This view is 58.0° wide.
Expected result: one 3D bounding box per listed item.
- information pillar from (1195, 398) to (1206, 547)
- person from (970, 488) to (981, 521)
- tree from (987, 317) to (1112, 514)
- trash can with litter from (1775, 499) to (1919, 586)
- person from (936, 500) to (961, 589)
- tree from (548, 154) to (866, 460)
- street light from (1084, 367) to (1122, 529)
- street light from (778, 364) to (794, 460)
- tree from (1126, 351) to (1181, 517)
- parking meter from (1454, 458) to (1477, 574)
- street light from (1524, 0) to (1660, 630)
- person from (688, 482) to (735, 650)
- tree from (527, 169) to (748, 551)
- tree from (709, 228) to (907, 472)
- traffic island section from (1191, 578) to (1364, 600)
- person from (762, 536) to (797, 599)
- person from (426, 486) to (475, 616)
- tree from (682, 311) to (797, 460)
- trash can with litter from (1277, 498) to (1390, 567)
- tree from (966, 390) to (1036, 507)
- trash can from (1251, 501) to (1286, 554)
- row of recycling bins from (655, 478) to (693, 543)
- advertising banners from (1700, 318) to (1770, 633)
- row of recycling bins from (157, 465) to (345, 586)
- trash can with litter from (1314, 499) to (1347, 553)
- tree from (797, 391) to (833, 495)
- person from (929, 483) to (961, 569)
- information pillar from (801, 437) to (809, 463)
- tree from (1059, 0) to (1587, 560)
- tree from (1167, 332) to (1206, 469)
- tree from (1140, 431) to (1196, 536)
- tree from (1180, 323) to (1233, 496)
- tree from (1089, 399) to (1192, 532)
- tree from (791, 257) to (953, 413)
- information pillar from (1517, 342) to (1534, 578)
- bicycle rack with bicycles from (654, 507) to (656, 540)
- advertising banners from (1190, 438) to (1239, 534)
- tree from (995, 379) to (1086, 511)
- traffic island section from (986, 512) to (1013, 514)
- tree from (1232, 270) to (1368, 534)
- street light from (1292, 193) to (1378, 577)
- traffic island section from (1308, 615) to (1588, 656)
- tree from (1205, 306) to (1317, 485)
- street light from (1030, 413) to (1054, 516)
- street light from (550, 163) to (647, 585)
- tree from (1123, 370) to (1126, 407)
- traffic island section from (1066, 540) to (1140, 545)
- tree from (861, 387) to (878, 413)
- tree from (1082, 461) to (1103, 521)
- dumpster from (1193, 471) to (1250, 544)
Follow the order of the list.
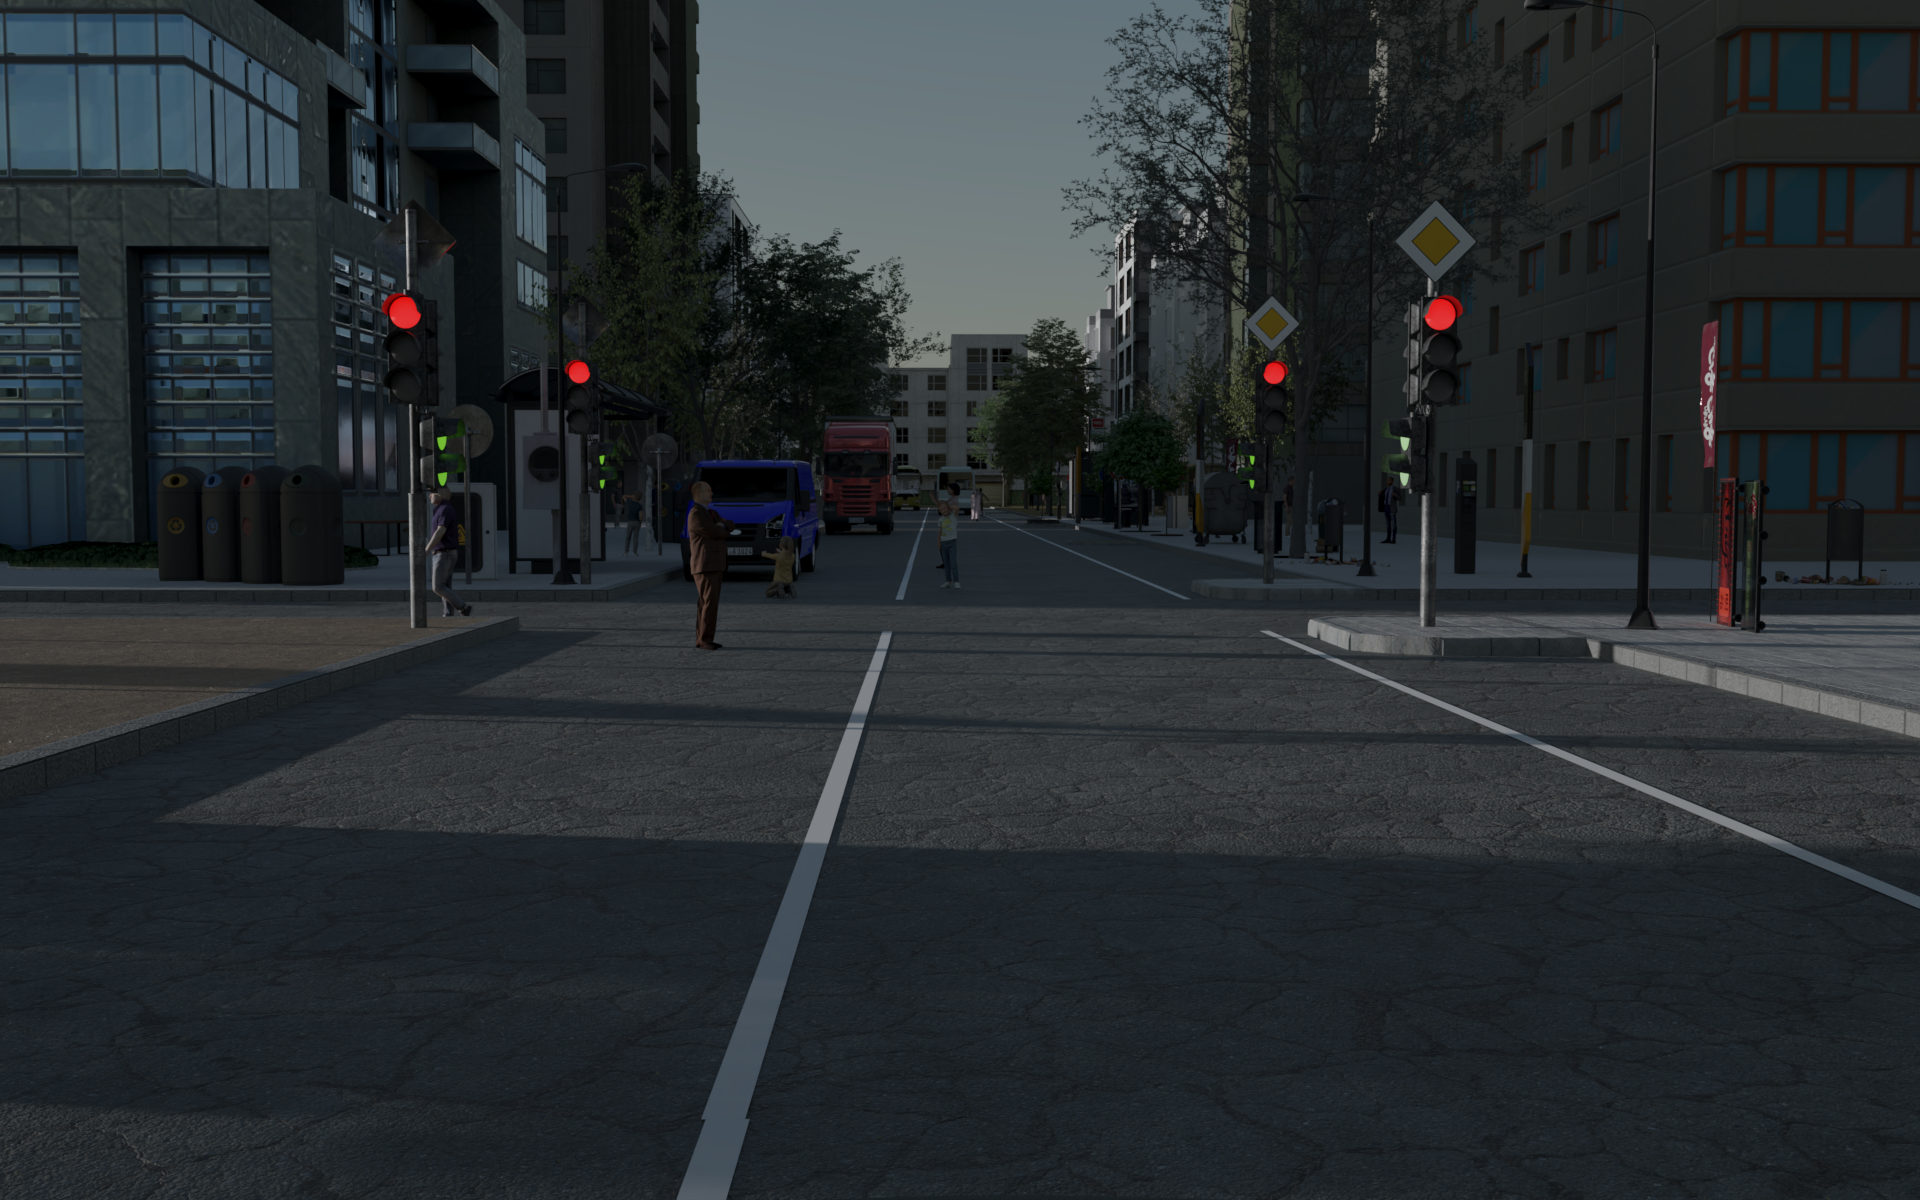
[{"bbox_3d":[5.862,-3.112,42.234,0.183,3.616,0.504,1,4,21],"label":"information pillar"},{"bbox_3d":[0.842,-5.010,91.079,0.551,1.740,0.621,-1,4,-17],"label":"person"},{"bbox_3d":[6.128,-11.813,111.274,7.486,12.596,7.792,0,3,0],"label":"tree"},{"bbox_3d":[12.516,-0.857,25.068,1.678,1.210,2.233,-2,4,-28],"label":"trash can with litter"},{"bbox_3d":[-0.163,-0.854,26.370,0.435,1.345,0.340,1,4,20],"label":"person"},{"bbox_3d":[-6.774,-6.900,47.232,8.767,10.594,7.601,-1,4,-18],"label":"tree"},{"bbox_3d":[5.239,-5.554,63.345,1.470,5.913,1.316,0,4,-1],"label":"street light"},{"bbox_3d":[-5.792,-5.400,60.827,1.470,5.913,1.316,0,4,-1],"label":"street light"},{"bbox_3d":[10.986,-8.350,86.892,4.360,8.622,3.978,0,3,0],"label":"tree"},{"bbox_3d":[8.128,-1.353,27.837,0.255,1.863,0.399,0,4,1],"label":"parking meter"},{"bbox_3d":[5.955,-2.677,16.310,1.470,5.913,1.316,0,4,-1],"label":"street light"},{"bbox_3d":[-2.308,-0.325,16.090,0.388,1.546,0.482,1,4,15],"label":"person"},{"bbox_3d":[-7.226,-5.422,39.006,4.737,8.622,4.395,0,3,0],"label":"tree"},{"bbox_3d":[-7.410,-10.754,82.487,9.857,13.997,8.962,0,3,0],"label":"tree"},{"bbox_3d":[4.437,-0.154,24.791,2.009,0.180,2.903,0,4,-1],"label":"traffic island section"},{"bbox_3d":[-2.505,-0.463,23.988,0.347,0.859,0.695,-2,4,-32],"label":"person"},{"bbox_3d":[-5.493,-0.480,18.555,0.471,1.553,0.569,2,4,24],"label":"person"},{"bbox_3d":[-9.452,-7.358,70.658,4.360,8.622,3.978,0,3,0],"label":"tree"},{"bbox_3d":[6.925,-1.249,31.473,1.678,1.210,2.233,-1,4,-21],"label":"trash can with litter"},{"bbox_3d":[4.492,-14.913,169.586,9.928,11.665,9.643,0,3,0],"label":"tree"},{"bbox_3d":[6.633,-1.567,37.278,0.748,1.137,0.748,0,3,0],"label":"trash can"},{"bbox_3d":[-6.844,-2.307,44.830,1.069,1.692,3.534,-2,4,-35],"label":"row of recycling bins"},{"bbox_3d":[7.477,-1.261,16.802,0.090,3.025,2.074,0,4,8],"label":"advertising banners"},{"bbox_3d":[-10.349,-1.109,25.246,3.534,1.692,1.069,2,4,29],"label":"row of recycling bins"},{"bbox_3d":[8.118,-1.627,37.993,0.624,1.170,1.055,1,4,19],"label":"trash can with litter"},{"bbox_3d":[-7.693,-8.736,93.200,4.360,8.622,3.978,0,3,0],"label":"tree"},{"bbox_3d":[-0.292,-1.419,33.153,0.566,1.644,0.517,3,4,36],"label":"person"},{"bbox_3d":[-6.301,-4.846,70.592,0.183,3.616,0.504,2,4,25],"label":"information pillar"},{"bbox_3d":[6.811,-7.562,34.001,12.009,13.543,11.850,0,3,0],"label":"tree"},{"bbox_3d":[11.288,-7.810,78.049,4.737,8.622,4.395,0,3,0],"label":"tree"},{"bbox_3d":[6.297,-3.578,53.108,1.663,3.219,1.824,0,3,0],"label":"tree"},{"bbox_3d":[11.743,-7.449,72.149,4.360,8.622,3.978,0,3,0],"label":"tree"},{"bbox_3d":[6.189,-4.581,58.614,4.285,4.588,4.351,0,3,0],"label":"tree"},{"bbox_3d":[-7.441,-17.237,137.715,12.611,20.169,13.585,0,3,0],"label":"tree"},{"bbox_3d":[8.691,-2.152,26.534,0.183,3.616,0.504,1,4,11],"label":"information pillar"},{"bbox_3d":[-7.717,-2.218,49.643,2.852,0.926,2.925,-1,4,-10],"label":"bicycle rack with bicycles"},{"bbox_3d":[8.093,-3.603,55.100,0.090,3.025,2.074,-3,4,-37],"label":"advertising banners"},{"bbox_3d":[6.293,-12.136,132.830,7.601,10.594,8.767,-1,4,-21],"label":"tree"},{"bbox_3d":[2.862,-6.362,126.890,1.991,0.108,1.994,0,4,-1],"label":"traffic island section"},{"bbox_3d":[11.295,-6.463,56.028,4.360,8.622,3.978,0,3,0],"label":"tree"},{"bbox_3d":[5.823,-3.326,26.919,1.470,5.913,1.316,0,4,-1],"label":"street light"},{"bbox_3d":[4.559,0.335,16.807,2.009,0.180,2.903,0,4,-1],"label":"traffic island section"},{"bbox_3d":[11.846,-7.117,66.730,4.737,8.622,4.395,0,3,0],"label":"tree"},{"bbox_3d":[4.711,-7.767,99.538,1.470,5.913,1.316,0,4,-1],"label":"street light"},{"bbox_3d":[-5.093,-3.175,24.460,1.470,5.913,1.316,0,4,-1],"label":"street light"},{"bbox_3d":[10.759,-8.853,95.112,4.360,8.622,3.978,0,3,0],"label":"tree"},{"bbox_3d":[4.053,-1.626,49.453,1.991,0.108,1.994,0,4,-1],"label":"traffic island section"},{"bbox_3d":[-7.256,-9.817,110.876,4.360,8.622,3.978,0,3,0],"label":"tree"},{"bbox_3d":[6.498,-5.327,81.706,1.663,3.219,1.824,0,3,0],"label":"tree"},{"bbox_3d":[6.783,-2.395,44.913,1.264,1.857,1.865,0,4,-1],"label":"dumpster"}]
